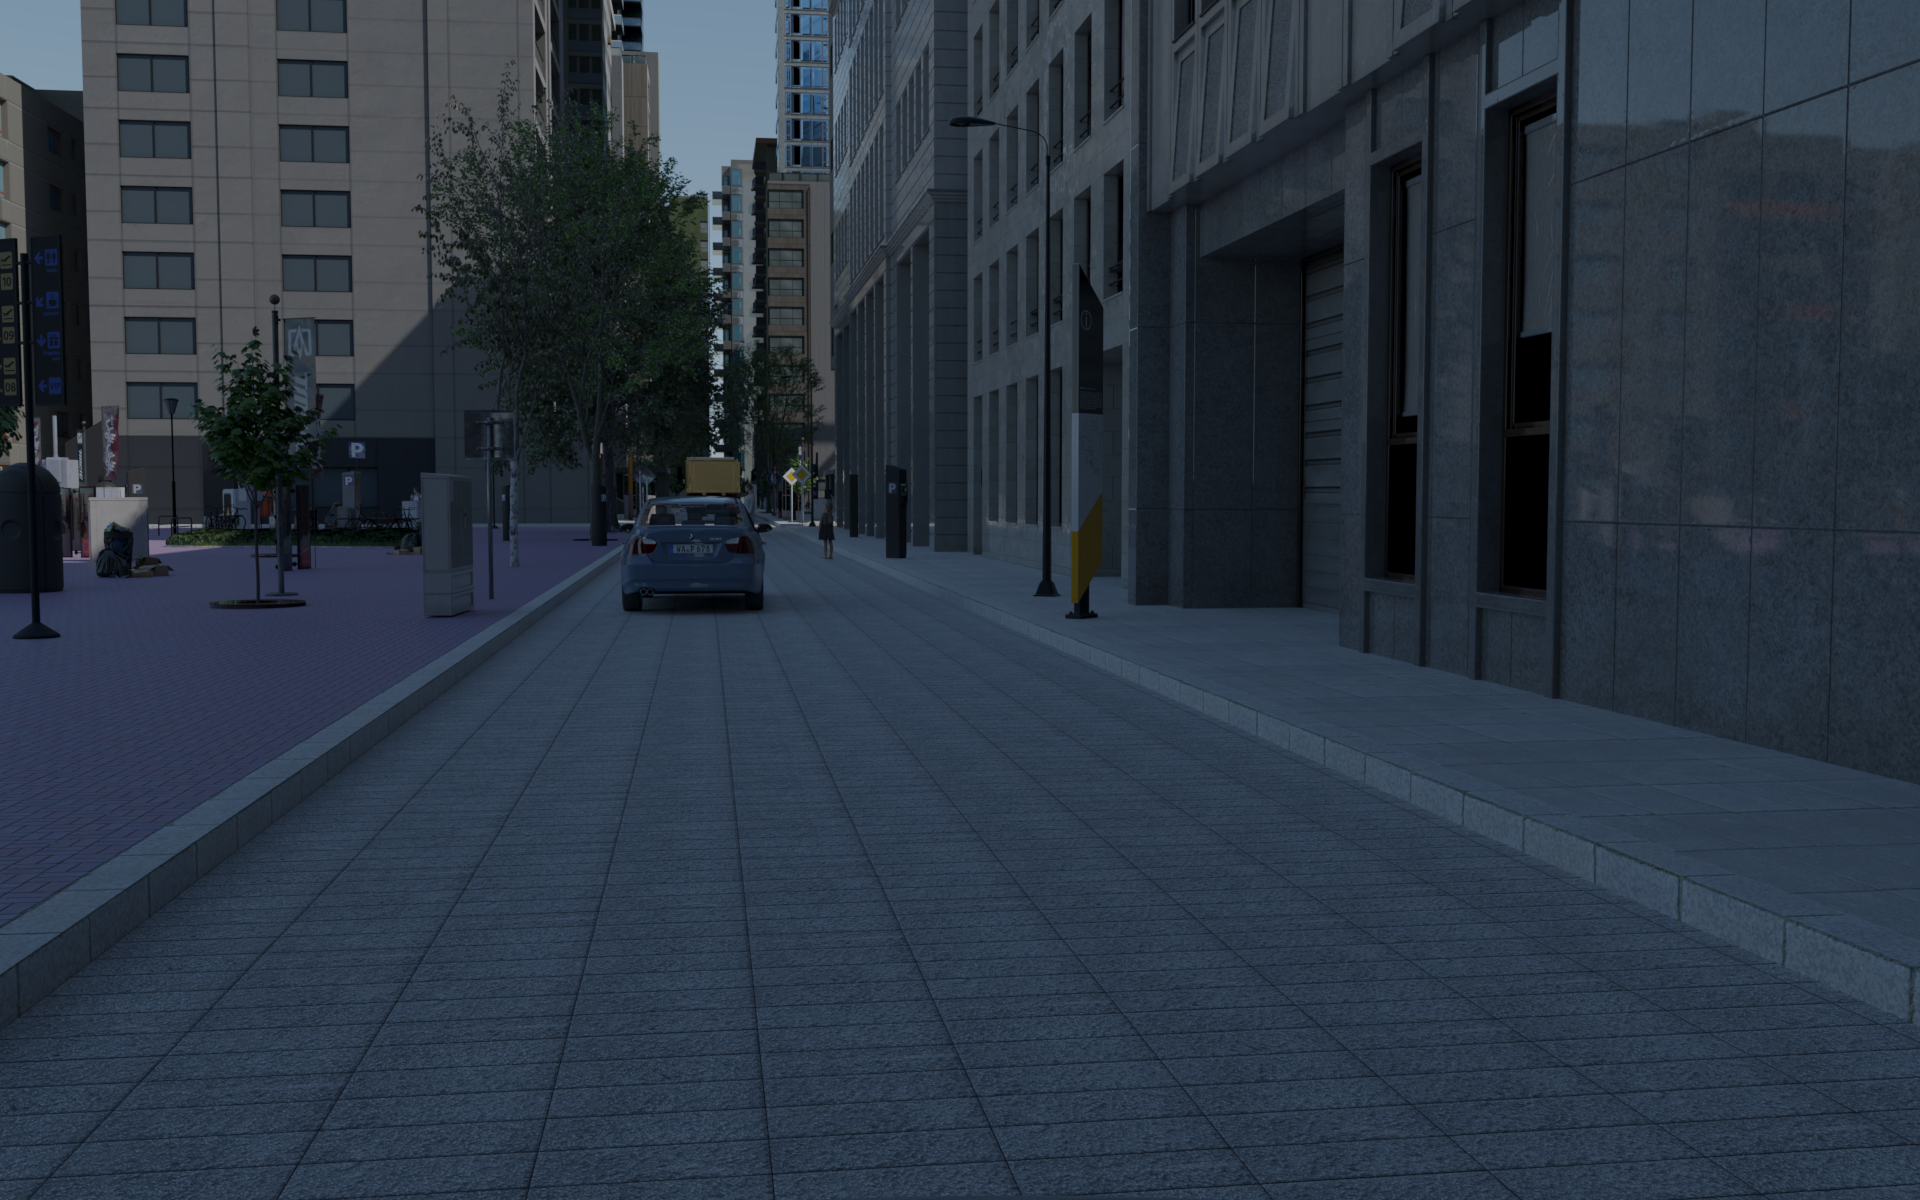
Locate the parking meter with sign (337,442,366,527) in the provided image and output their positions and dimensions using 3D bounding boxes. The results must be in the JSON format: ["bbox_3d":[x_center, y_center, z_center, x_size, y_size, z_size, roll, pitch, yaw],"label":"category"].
[{"bbox_3d":[-20.149,-3.733,57.294,0.543,3.016,1.738,0,4,-3],"label":"parking meter with sign"}]

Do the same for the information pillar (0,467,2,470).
[{"bbox_3d":[-25.847,-2.567,46.459,0.304,2.012,0.304,-2,4,-34],"label":"information pillar"}]

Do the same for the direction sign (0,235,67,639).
[{"bbox_3d":[-8.251,-1.429,15.370,0.876,3.537,0.379,1,4,21],"label":"direction sign"}]

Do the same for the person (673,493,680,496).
[{"bbox_3d":[-36.521,-13.221,222.997,0.721,1.735,1.217,3,4,36],"label":"person"}]

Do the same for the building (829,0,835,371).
[{"bbox_3d":[7.017,-30.698,91.147,27.495,52.752,28.713,-1,4,-8],"label":"building"}]

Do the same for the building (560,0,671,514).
[{"bbox_3d":[-35.679,-25.824,114.100,32.217,40.220,23.993,-1,4,-8],"label":"building"}]

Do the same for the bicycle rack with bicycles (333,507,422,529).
[{"bbox_3d":[-15.942,-2.132,48.235,2.852,0.926,2.925,3,5,42],"label":"bicycle rack with bicycles"}]

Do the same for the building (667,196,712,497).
[{"bbox_3d":[-41.547,-33.971,239.017,14.086,41.232,14.154,-1,4,-8],"label":"building"}]

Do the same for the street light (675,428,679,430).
[{"bbox_3d":[-20.425,-9.125,121.734,1.470,5.913,1.316,-1,4,-8],"label":"street light"}]

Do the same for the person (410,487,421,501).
[{"bbox_3d":[-21.678,-3.660,69.178,0.563,1.720,0.643,0,4,-2],"label":"person"}]

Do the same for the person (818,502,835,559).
[{"bbox_3d":[-2.941,-1.521,38.033,0.362,1.253,0.373,-2,4,-27],"label":"person"}]

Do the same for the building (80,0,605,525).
[{"bbox_3d":[-27.623,-39.374,82.014,20.563,71.187,20.611,-1,4,-8],"label":"building"}]

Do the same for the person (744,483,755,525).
[{"bbox_3d":[-5.864,-2.392,48.360,0.466,1.731,0.760,2,4,26],"label":"person"}]

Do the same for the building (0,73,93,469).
[{"bbox_3d":[-55.527,-14.527,82.552,28.899,21.520,27.650,-1,4,-8],"label":"building"}]

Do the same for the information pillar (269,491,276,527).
[{"bbox_3d":[-25.048,-3.598,63.315,0.304,2.012,0.304,2,4,27],"label":"information pillar"}]

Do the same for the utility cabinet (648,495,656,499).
[{"bbox_3d":[-14.492,-4.298,81.442,0.306,1.237,1.020,0,4,-5],"label":"utility cabinet"}]

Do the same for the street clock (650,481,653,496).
[{"bbox_3d":[-17.403,-5.730,98.249,0.358,2.002,0.471,-1,4,-10],"label":"street clock"}]

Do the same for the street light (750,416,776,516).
[{"bbox_3d":[-11.620,-7.978,102.976,1.470,5.913,1.316,-1,4,-8],"label":"street light"}]

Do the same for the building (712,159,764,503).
[{"bbox_3d":[-19.763,-38.348,246.595,30.456,49.044,23.786,-1,4,-8],"label":"building"}]

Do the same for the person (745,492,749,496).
[{"bbox_3d":[-20.809,-9.957,169.759,0.541,1.710,0.530,2,4,28],"label":"person"}]

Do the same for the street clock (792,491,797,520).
[{"bbox_3d":[-8.150,-4.920,85.008,0.471,2.002,0.358,-1,4,-11],"label":"street clock"}]

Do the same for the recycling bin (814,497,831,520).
[{"bbox_3d":[-6.852,-4.508,86.264,0.722,1.027,0.722,1,4,15],"label":"recycling bin"}]

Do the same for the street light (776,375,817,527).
[{"bbox_3d":[-6.342,-5.831,67.873,1.470,5.913,1.316,-1,4,-8],"label":"street light"}]

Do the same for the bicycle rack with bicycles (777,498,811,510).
[{"bbox_3d":[-13.048,-7.522,136.366,2.925,0.926,2.852,-2,4,-29],"label":"bicycle rack with bicycles"}]

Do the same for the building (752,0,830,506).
[{"bbox_3d":[-10.247,-53.079,180.510,22.319,86.520,31.000,-1,4,-8],"label":"building"}]

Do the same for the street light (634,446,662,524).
[{"bbox_3d":[-13.421,-6.263,74.935,1.470,5.913,1.316,-1,4,-8],"label":"street light"}]

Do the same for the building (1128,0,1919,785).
[{"bbox_3d":[9.359,-11.779,10.614,12.078,24.808,19.932,-1,4,-8],"label":"building"}]

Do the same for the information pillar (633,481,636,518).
[{"bbox_3d":[-17.875,-5.522,94.772,0.304,2.012,0.304,-2,4,-24],"label":"information pillar"}]

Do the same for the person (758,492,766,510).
[{"bbox_3d":[-16.282,-8.400,143.152,0.659,1.850,0.755,2,4,35],"label":"person"}]

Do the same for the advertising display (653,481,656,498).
[{"bbox_3d":[-14.740,-4.796,83.625,0.123,1.923,0.974,0,4,-8],"label":"advertising display"}]

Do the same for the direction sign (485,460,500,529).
[{"bbox_3d":[-17.290,-4.415,64.183,0.876,3.537,0.379,3,4,37],"label":"direction sign"}]

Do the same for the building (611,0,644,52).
[{"bbox_3d":[-41.618,-52.741,174.988,22.319,86.520,31.000,-1,4,-8],"label":"building"}]

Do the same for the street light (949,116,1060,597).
[{"bbox_3d":[0.556,-2.996,21.525,1.470,5.913,1.316,-1,4,-8],"label":"street light"}]

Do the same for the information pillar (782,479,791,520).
[{"bbox_3d":[-8.666,-5.020,86.567,0.304,2.012,0.304,-3,4,-38],"label":"information pillar"}]

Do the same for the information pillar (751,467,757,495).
[{"bbox_3d":[-17.415,-9.481,146.365,0.504,3.616,0.183,-2,4,-25],"label":"information pillar"}]

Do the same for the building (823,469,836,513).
[{"bbox_3d":[6.491,-26.532,125.681,32.217,40.220,23.993,-1,4,-8],"label":"building"}]

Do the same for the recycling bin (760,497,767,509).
[{"bbox_3d":[-16.530,-8.236,147.205,0.722,1.027,0.722,2,4,25],"label":"recycling bin"}]

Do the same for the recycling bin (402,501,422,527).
[{"bbox_3d":[-19.471,-3.028,62.065,0.722,1.027,0.722,2,4,26],"label":"recycling bin"}]

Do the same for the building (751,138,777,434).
[{"bbox_3d":[-14.107,-34.055,211.417,22.147,44.769,28.867,-1,4,-8],"label":"building"}]

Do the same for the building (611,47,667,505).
[{"bbox_3d":[-33.904,-28.813,154.684,14.154,41.232,14.086,-1,4,-8],"label":"building"}]

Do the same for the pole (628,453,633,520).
[{"bbox_3d":[-16.120,-5.559,84.735,0.158,3.312,0.155,0,3,0],"label":"pole"}]

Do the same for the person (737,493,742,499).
[{"bbox_3d":[-28.669,-13.371,225.367,0.721,1.736,1.217,-2,4,-31],"label":"person"}]

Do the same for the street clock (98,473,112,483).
[{"bbox_3d":[-29.047,-3.322,58.879,0.358,2.002,0.471,0,4,2],"label":"street clock"}]

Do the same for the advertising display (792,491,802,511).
[{"bbox_3d":[-12.284,-7.722,131.472,0.974,1.923,0.123,-2,4,-25],"label":"advertising display"}]

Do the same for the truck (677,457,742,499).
[{"bbox_3d":[-12.879,-5.741,89.783,3.469,3.379,9.791,-1,4,-10],"label":"truck"}]

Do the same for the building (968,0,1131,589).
[{"bbox_3d":[6.525,-10.678,29.342,10.420,20.320,16.860,-1,4,-8],"label":"building"}]

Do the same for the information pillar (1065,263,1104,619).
[{"bbox_3d":[1.307,-1.622,17.873,0.183,3.616,0.504,3,4,36],"label":"information pillar"}]

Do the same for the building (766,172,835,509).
[{"bbox_3d":[-10.746,-23.682,158.899,14.160,30.474,14.107,-1,4,-8],"label":"building"}]

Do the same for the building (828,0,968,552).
[{"bbox_3d":[2.608,-16.839,52.811,11.434,29.767,29.804,-1,4,-8],"label":"building"}]
